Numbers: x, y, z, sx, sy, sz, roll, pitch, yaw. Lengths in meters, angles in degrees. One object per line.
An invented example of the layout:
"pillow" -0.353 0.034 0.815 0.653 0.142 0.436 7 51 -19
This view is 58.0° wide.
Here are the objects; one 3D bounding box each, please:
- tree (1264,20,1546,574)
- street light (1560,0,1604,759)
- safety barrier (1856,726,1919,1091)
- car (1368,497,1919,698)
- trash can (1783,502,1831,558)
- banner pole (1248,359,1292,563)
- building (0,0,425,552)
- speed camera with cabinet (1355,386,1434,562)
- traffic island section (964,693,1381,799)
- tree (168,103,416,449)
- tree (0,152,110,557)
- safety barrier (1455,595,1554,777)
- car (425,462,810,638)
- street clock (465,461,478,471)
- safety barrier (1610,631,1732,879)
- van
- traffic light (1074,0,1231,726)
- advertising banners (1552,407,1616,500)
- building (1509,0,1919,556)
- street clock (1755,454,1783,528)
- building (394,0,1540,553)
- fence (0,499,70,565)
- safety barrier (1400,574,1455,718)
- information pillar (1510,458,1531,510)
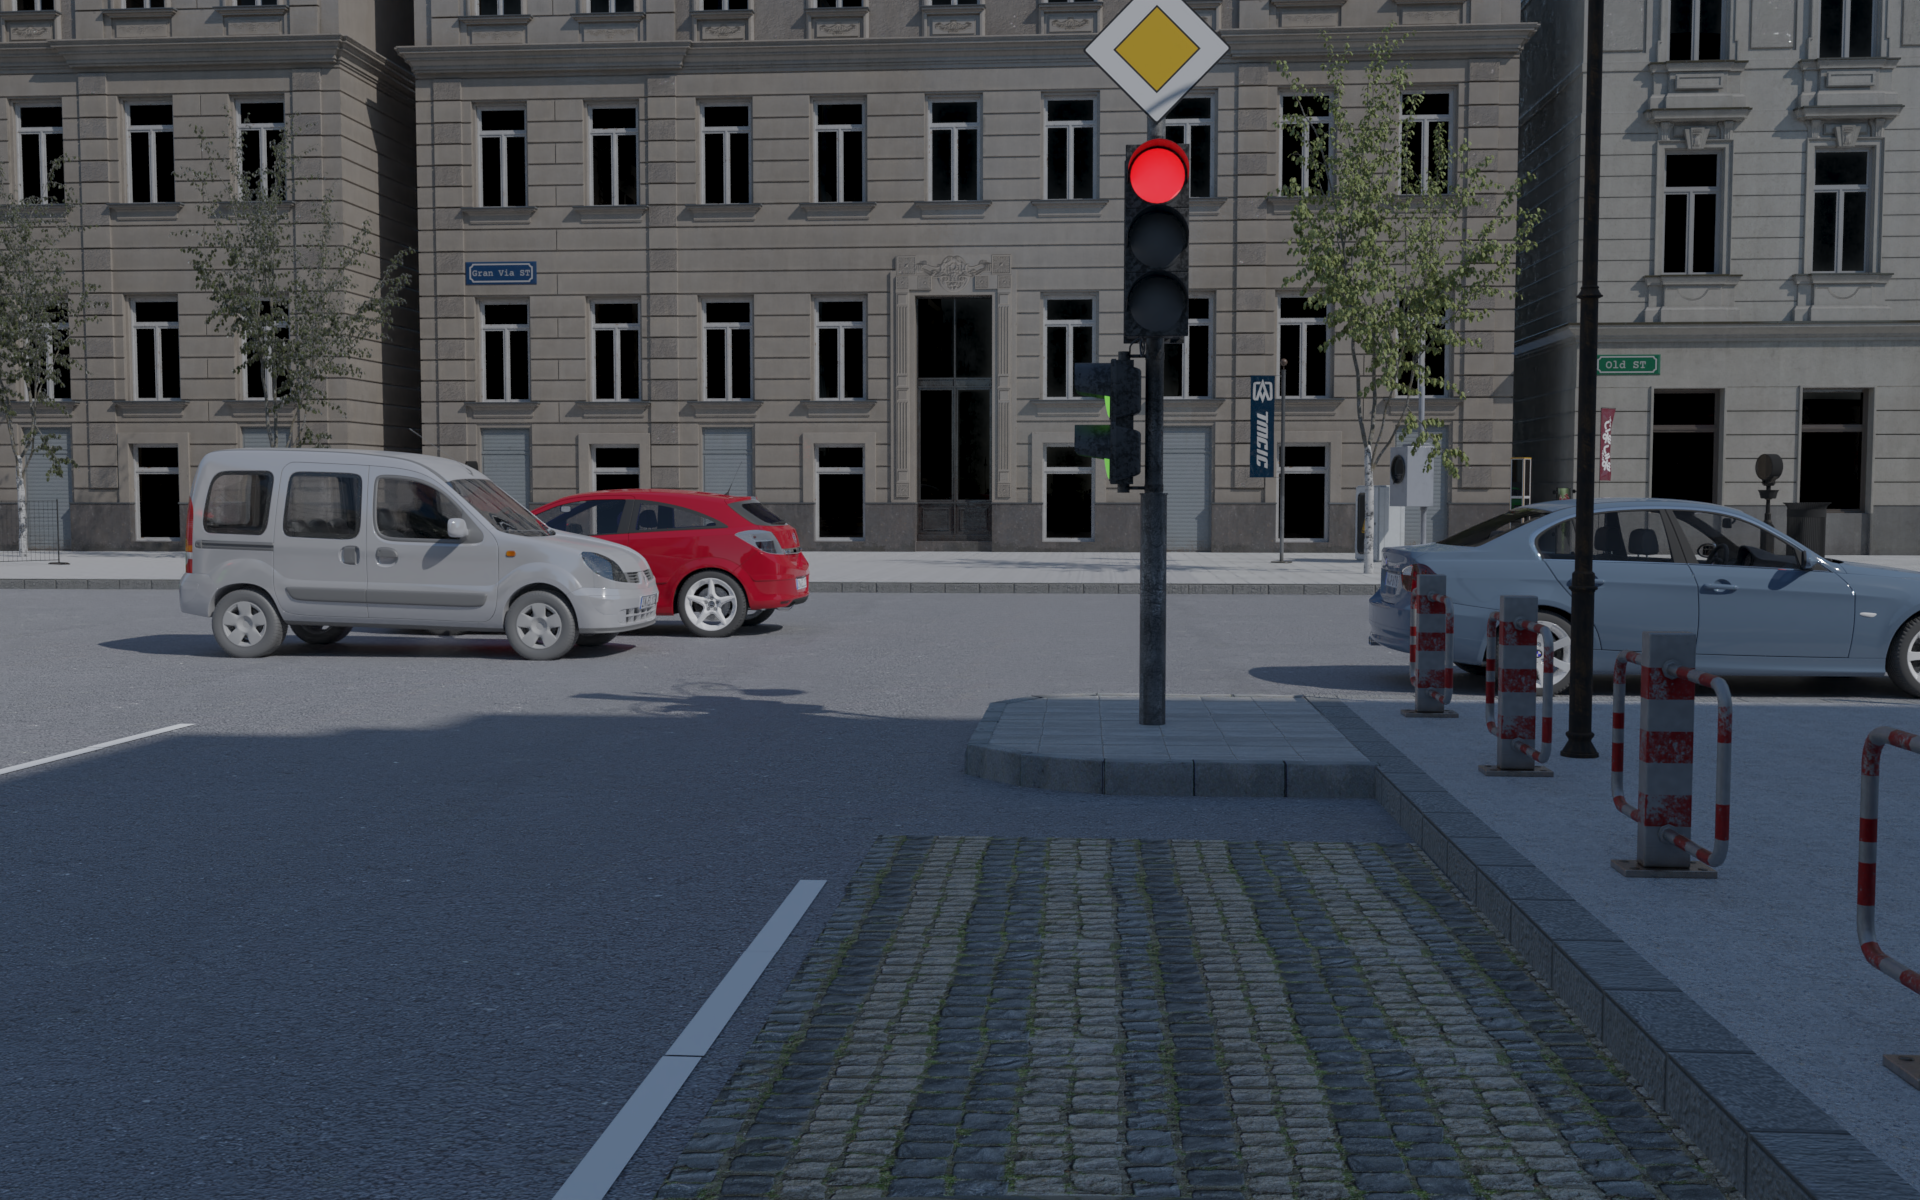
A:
"tree" 6.679 -4.714 27.438 4.737 8.622 4.395 0 3 0
"street light" 3.034 -2.172 8.303 0.468 5.910 1.993 0 4 5
"safety barrier" 2.214 0.643 3.769 0.300 0.817 1.120 0 4 5
"car" 5.374 -0.057 12.928 4.499 1.417 2.014 0 4 3
"trash can" 14.399 -1.090 29.483 0.748 1.137 0.748 0 3 0
"banner pole" 5.761 -2.576 32.132 0.863 3.779 0.401 0 4 -6
"building" -25.062 -15.088 43.952 25.104 27.353 12.463 0 4 5
"speed camera with cabinet" 8.132 -2.334 32.494 0.660 3.252 2.038 -1 4 -13
"traffic island section" 1.094 0.772 9.666 2.009 0.180 2.903 0 4 5
"tree" -13.022 -5.078 33.392 4.360 8.622 3.978 0 3 0
"tree" -19.187 -5.173 34.937 4.360 8.622 3.978 0 3 0
"safety barrier" 2.547 0.389 7.916 0.300 0.817 1.120 0 4 5
"car" -3.839 -0.560 18.194 4.494 1.783 2.155 0 4 5
"street clock" -10.710 -2.046 38.020 0.358 2.002 0.471 -2 4 -25
"safety barrier" 2.382 0.516 5.842 0.300 0.817 1.120 0 4 5
"van" -4.829 -0.533 15.732 4.112 2.044 2.013 0 4 5
"traffic light" 1.055 -1.262 9.555 0.839 4.253 0.868 0 4 5
"advertising banners" 12.507 -2.353 34.662 2.074 3.025 0.090 -3 4 -37
"building" 34.938 -16.237 41.887 44.131 29.872 17.030 0 4 5
"street clock" 14.565 -1.630 31.222 0.358 2.002 0.471 -1 4 -12
"building" 0.301 -15.035 43.089 25.104 27.353 12.463 0 4 5
"fence" -17.032 -1.190 30.661 0.480 1.192 2.264 3 4 37
"safety barrier" 2.715 0.262 9.992 0.300 0.817 1.120 0 4 5
"information pillar" 11.325 -1.868 35.033 0.304 2.012 0.304 3 5 44
